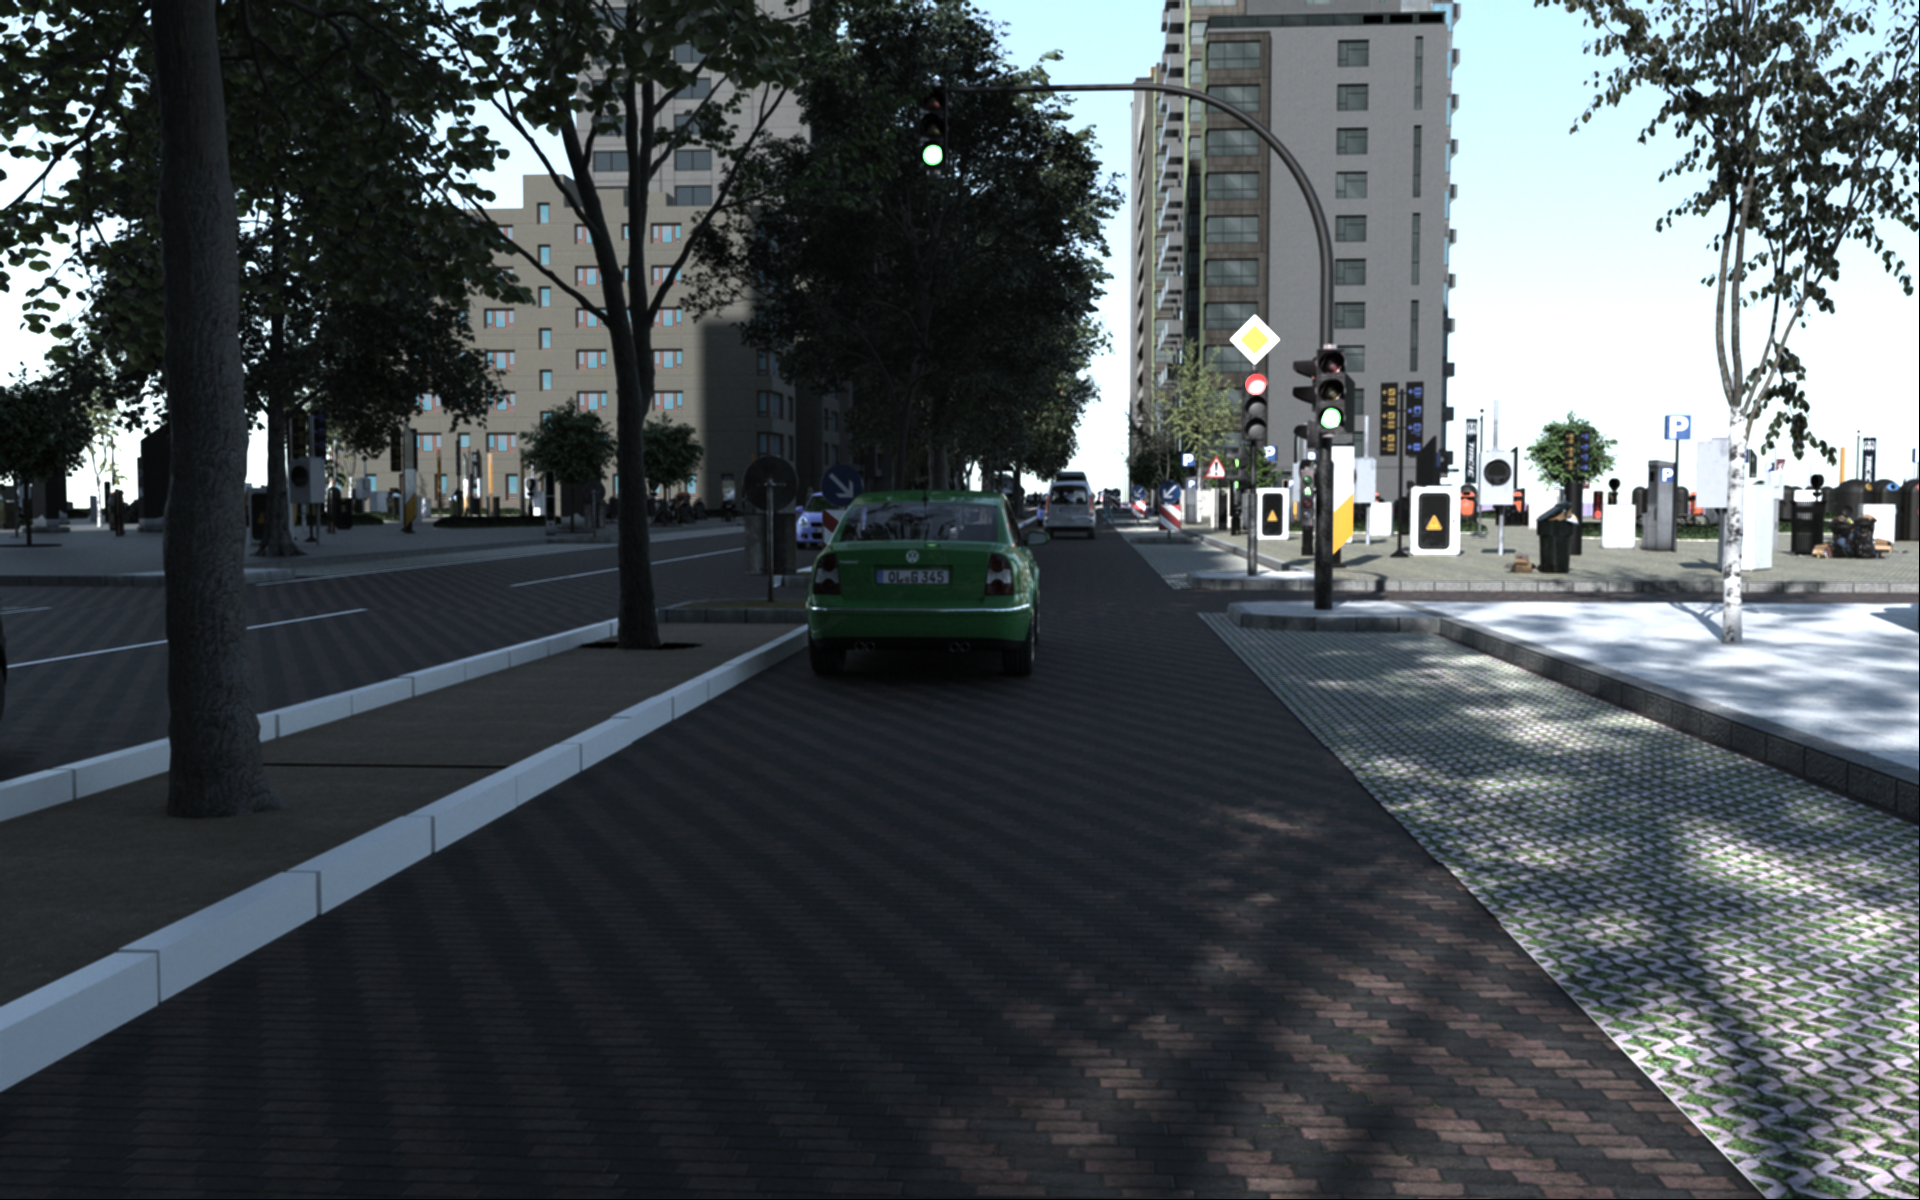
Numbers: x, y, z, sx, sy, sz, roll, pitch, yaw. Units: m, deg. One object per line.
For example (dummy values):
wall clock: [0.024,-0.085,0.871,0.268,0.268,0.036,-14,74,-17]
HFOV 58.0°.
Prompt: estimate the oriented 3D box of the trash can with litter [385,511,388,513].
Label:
trash can with litter: [-31.500,-5.174,95.986,1.055,1.170,0.624,-3,5,-39]

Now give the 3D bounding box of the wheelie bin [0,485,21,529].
wheelie bin: [-34.878,-3.387,63.287,0.693,1.594,0.980,2,4,26]

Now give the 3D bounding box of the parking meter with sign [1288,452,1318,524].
parking meter with sign: [13.790,-4.564,70.890,1.738,3.016,0.543,-2,4,-31]

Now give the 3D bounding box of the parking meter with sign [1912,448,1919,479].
parking meter with sign: [36.597,-4.203,64.986,0.543,3.016,1.738,-1,4,-15]

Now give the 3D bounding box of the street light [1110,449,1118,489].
street light: [17.636,-13.418,191.931,1.470,5.913,1.316,0,4,4]

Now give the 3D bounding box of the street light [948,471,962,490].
street light: [-0.850,-14.590,211.080,1.470,5.913,1.316,0,4,4]

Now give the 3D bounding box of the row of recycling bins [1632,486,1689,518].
row of recycling bins: [37.806,-5.289,93.595,1.069,1.692,3.534,-2,4,-27]

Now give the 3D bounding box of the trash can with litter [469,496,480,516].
trash can with litter: [-23.092,-4.299,81.344,2.233,1.210,1.678,1,4,14]

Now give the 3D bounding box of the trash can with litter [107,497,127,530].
trash can with litter: [-30.174,-3.097,62.023,0.624,1.170,1.055,-2,4,-26]

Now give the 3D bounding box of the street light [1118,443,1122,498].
street light: [15.114,-11.176,155.272,1.470,5.913,1.316,0,4,4]

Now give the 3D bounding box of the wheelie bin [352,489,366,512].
wheelie bin: [-34.923,-5.651,100.298,0.693,1.594,0.980,3,4,39]

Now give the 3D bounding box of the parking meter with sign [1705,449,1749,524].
parking meter with sign: [29.422,-4.298,66.527,1.738,3.016,0.543,-2,4,-24]

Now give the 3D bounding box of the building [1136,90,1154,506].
building: [31.196,-35.059,196.921,21.300,48.544,21.600,0,4,4]

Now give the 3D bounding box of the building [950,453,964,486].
building: [-6.857,-29.602,255.689,14.160,30.474,14.107,0,4,4]

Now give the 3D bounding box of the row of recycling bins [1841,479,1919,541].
row of recycling bins: [25.770,-2.472,47.525,3.534,1.692,1.069,0,4,-6]

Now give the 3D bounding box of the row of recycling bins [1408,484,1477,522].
row of recycling bins: [20.192,-4.005,72.601,1.069,1.692,3.534,-2,4,-32]

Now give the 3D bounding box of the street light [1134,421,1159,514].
street light: [11.887,-8.373,109.443,1.470,5.913,1.316,0,4,4]

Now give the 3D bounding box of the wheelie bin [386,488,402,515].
wheelie bin: [-29.623,-5.067,90.746,0.980,1.594,0.693,2,4,31]

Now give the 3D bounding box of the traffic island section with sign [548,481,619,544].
traffic island section with sign: [-10.773,-2.565,50.570,1.989,1.847,2.006,0,4,4]

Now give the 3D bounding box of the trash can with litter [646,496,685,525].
trash can with litter: [-12.565,-3.743,72.248,2.233,1.210,1.678,-1,4,-16]

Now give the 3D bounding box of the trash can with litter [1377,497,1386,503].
trash can with litter: [14.874,-2.961,59.800,1.055,1.170,0.624,0,4,7]

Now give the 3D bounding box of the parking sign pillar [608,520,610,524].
parking sign pillar: [-15.777,-5.252,74.336,1.447,3.967,1.447,0,4,4]

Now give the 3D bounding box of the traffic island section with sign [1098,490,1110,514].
traffic island section with sign: [11.285,-7.207,126.461,1.989,1.847,2.006,0,4,4]

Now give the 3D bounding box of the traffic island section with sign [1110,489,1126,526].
traffic island section with sign: [7.783,-4.175,76.887,1.989,1.847,2.006,0,4,4]

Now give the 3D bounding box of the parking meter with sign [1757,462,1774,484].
parking meter with sign: [43.939,-6.071,95.518,1.738,3.016,0.543,-1,4,-17]

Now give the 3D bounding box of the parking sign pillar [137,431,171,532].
parking sign pillar: [-27.341,-4.320,59.106,1.447,3.967,1.447,3,4,38]

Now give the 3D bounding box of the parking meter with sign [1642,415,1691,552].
parking meter with sign: [15.835,-2.615,39.013,0.543,3.016,1.738,0,4,3]

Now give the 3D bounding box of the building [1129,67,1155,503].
building: [34.615,-43.024,245.445,21.231,58.520,28.212,0,4,4]

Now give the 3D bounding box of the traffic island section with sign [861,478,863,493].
traffic island section with sign: [-1.776,-1.179,27.419,2.006,1.907,1.989,0,4,4]

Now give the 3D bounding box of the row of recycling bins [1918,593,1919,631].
row of recycling bins: [10.080,-0.586,16.696,1.069,1.692,3.534,3,5,43]

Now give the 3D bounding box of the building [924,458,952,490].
building: [-15.972,-23.817,234.448,27.650,21.520,28.899,0,4,4]

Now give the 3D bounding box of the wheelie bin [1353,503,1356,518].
wheelie bin: [18.080,-4.467,80.939,0.980,1.594,0.693,-1,4,-12]

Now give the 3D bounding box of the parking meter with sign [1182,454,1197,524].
parking meter with sign: [9.820,-4.747,73.871,0.543,3.016,1.738,0,4,0]

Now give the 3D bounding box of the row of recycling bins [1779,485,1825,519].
row of recycling bins: [45.390,-5.166,91.573,3.534,1.692,1.069,-1,4,-11]

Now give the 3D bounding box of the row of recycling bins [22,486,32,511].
row of recycling bins: [-48.774,-5.089,90.310,1.069,1.692,3.534,0,4,-1]

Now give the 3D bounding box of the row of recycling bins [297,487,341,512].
row of recycling bins: [-36.689,-5.591,98.522,3.534,1.692,1.069,2,4,24]

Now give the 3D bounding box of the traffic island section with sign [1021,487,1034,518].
traffic island section with sign: [3.490,-5.764,102.373,2.006,1.907,1.989,0,4,4]

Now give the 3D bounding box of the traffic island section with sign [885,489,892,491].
traffic island section with sign: [-5.304,-7.312,128.185,1.989,1.847,2.006,0,4,4]

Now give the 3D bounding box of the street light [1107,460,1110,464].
street light: [19.389,-14.855,215.417,1.470,5.913,1.316,0,4,4]

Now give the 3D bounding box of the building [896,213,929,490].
building: [-14.613,-33.603,204.039,22.147,44.769,28.867,0,4,4]

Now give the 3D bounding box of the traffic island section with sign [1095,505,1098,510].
traffic island section with sign: [13.223,-8.893,154.032,1.989,1.847,2.006,0,4,4]

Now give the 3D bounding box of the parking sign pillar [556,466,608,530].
parking sign pillar: [-13.935,-4.550,62.871,1.447,3.967,1.447,3,4,39]

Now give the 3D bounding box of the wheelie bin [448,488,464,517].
wheelie bin: [-25.683,-4.920,88.350,0.693,1.594,0.980,-2,4,-30]

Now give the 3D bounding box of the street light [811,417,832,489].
street light: [-8.406,-8.085,104.730,1.470,5.913,1.316,0,4,4]

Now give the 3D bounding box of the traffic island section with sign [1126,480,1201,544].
traffic island section with sign: [5.906,-2.530,49.997,1.989,1.847,2.006,0,4,4]

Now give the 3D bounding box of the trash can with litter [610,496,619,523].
trash can with litter: [-15.665,-4.014,76.688,2.233,1.210,1.678,-3,5,-40]

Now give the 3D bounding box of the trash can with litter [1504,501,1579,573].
trash can with litter: [9.462,-1.028,28.196,1.055,1.170,0.624,0,4,2]

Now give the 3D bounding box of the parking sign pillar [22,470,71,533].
parking sign pillar: [-30.658,-4.252,57.993,1.447,3.967,1.447,3,5,44]

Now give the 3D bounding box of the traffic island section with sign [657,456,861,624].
traffic island section with sign: [-2.305,-0.727,20.030,2.006,1.907,1.989,0,4,4]

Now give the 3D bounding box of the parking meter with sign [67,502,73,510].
parking meter with sign: [-50.602,-6.163,97.031,1.738,3.016,0.543,0,4,6]

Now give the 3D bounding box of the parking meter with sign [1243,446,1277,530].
parking meter with sign: [10.684,-4.010,61.831,0.543,3.016,1.738,3,4,36]

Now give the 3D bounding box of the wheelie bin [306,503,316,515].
wheelie bin: [-29.045,-4.251,77.414,0.980,1.594,0.693,-1,4,-22]

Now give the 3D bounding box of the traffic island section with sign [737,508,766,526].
traffic island section with sign: [-8.858,-4.229,77.780,1.989,1.847,2.006,0,4,4]

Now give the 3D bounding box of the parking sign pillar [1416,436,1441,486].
parking sign pillar: [21.912,-5.663,81.059,1.447,3.967,1.447,-1,4,-22]

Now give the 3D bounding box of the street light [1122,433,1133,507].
street light: [13.363,-9.765,132.205,1.470,5.913,1.316,0,4,4]

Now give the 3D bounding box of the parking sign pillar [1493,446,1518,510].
parking sign pillar: [30.728,-6.674,97.588,1.447,3.967,1.447,-1,4,-18]

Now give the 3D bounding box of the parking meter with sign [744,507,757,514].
parking meter with sign: [-11.642,-6.335,99.839,1.738,3.016,0.543,1,4,18]

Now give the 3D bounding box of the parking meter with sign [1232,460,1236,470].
parking meter with sign: [11.516,-4.359,67.531,1.738,3.016,0.543,1,4,16]

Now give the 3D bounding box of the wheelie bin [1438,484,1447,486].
wheelie bin: [15.334,-2.882,55.025,0.693,1.594,0.980,3,4,38]
